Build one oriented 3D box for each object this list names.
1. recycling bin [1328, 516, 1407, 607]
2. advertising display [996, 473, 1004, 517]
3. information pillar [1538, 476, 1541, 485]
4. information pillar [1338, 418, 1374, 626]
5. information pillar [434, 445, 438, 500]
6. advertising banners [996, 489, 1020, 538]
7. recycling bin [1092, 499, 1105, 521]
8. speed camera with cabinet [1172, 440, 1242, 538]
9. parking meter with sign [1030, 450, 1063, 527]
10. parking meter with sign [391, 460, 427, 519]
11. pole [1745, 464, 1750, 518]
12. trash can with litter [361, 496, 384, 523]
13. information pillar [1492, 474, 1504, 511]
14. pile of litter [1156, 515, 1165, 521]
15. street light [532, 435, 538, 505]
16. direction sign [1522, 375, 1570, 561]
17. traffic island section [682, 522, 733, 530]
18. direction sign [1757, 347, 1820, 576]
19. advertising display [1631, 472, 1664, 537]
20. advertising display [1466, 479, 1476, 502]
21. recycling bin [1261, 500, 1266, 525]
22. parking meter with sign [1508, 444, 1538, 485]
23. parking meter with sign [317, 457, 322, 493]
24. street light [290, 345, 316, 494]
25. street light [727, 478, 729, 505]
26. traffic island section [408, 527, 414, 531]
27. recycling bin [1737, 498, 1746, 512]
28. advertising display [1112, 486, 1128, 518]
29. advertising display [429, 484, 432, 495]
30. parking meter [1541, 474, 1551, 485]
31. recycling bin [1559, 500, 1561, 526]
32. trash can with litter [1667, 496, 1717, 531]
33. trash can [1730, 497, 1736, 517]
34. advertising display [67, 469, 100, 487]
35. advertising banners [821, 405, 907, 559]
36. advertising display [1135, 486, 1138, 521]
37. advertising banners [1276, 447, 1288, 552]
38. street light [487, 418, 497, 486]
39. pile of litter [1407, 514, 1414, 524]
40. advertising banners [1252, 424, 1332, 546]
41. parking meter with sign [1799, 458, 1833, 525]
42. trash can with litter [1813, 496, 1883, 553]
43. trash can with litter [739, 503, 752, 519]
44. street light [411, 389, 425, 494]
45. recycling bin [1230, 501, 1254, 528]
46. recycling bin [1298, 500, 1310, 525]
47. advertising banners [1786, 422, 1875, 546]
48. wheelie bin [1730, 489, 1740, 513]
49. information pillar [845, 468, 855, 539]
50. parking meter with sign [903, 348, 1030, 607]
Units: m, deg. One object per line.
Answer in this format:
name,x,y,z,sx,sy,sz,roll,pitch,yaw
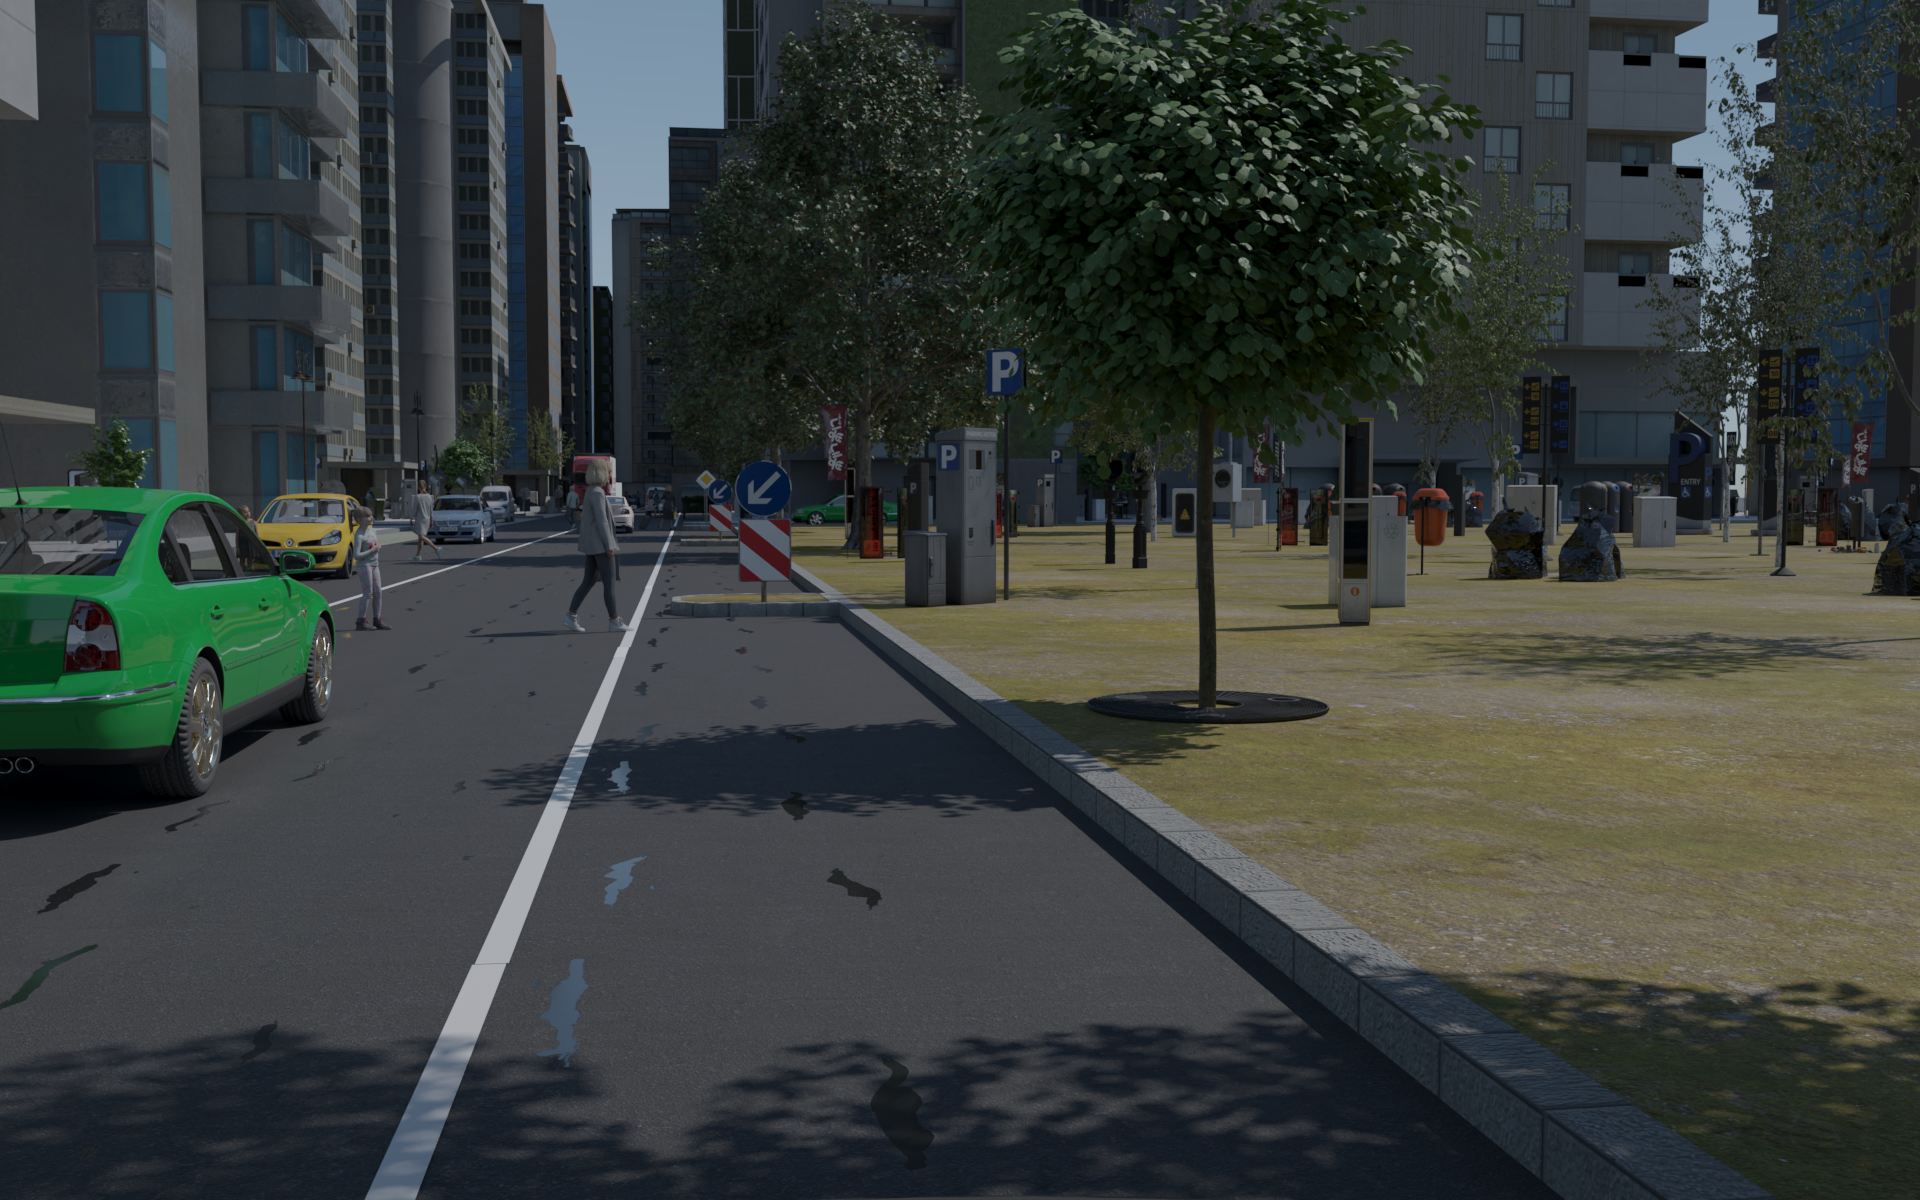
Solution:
recycling bin,4.685,-0.451,19.927,0.722,1.027,0.722,0,4,-4
advertising display,1.099,-2.929,53.109,0.974,1.923,0.123,3,5,43
information pillar,23.685,-4.031,70.396,0.304,2.012,0.304,-1,4,-21
information pillar,3.869,-0.762,16.951,0.304,2.012,0.304,1,4,10
information pillar,-24.803,-5.546,82.033,0.183,3.616,0.504,-2,4,-27
advertising banners,1.086,-3.307,50.250,0.090,3.025,2.074,3,4,39
recycling bin,6.521,-4.350,83.684,0.722,1.027,0.722,3,5,41
speed camera with cabinet,7.295,-3.482,51.272,2.038,3.252,0.660,3,4,37
parking meter with sign,3.269,-4.341,67.239,0.543,3.016,1.738,3,4,37
parking meter with sign,-28.124,-5.630,88.309,1.738,3.016,0.543,-3,5,-40
pole,42.830,-6.134,94.142,0.158,3.312,0.155,0,3,0
trash can with litter,-26.927,-4.119,78.405,1.678,1.210,2.233,-2,4,-29
information pillar,19.454,-3.558,62.668,0.304,2.012,0.304,3,5,40
pile of litter,9.241,-4.211,82.817,1.719,0.858,1.176,-3,5,-41
street light,-33.187,-9.953,135.515,0.468,5.910,1.993,-1,4,-9
direction sign,11.259,-2.529,33.346,0.876,3.537,0.379,2,4,31
traffic island section,-10.285,-2.950,70.517,2.009,0.180,2.903,-1,4,-9
direction sign,12.913,-2.145,27.068,0.876,3.537,0.379,3,4,38
advertising display,20.384,-2.823,51.375,0.123,1.923,0.974,-3,4,-36
advertising display,22.300,-4.347,76.292,0.974,1.923,0.123,-2,4,-26
recycling bin,12.138,-3.580,71.083,0.722,1.027,0.722,1,4,19
parking meter with sign,19.968,-3.952,60.869,1.738,3.016,0.543,-3,5,-39
parking meter with sign,-30.444,-5.158,80.591,0.543,3.016,1.738,1,4,16
street light,-20.352,-4.954,53.781,0.468,5.910,1.993,-1,4,-9
street light,-16.471,-9.169,122.699,0.468,5.910,1.993,-1,4,-9
traffic island section,-20.700,-2.851,68.892,2.009,0.180,2.903,-1,4,-9
recycling bin,55.005,-6.710,122.264,0.722,1.027,0.722,1,4,11
advertising display,8.422,-5.272,91.404,0.974,1.923,0.123,-1,4,-21
advertising display,-35.902,-6.804,116.461,0.974,1.923,0.123,2,4,27
parking meter,17.150,-2.755,50.750,0.255,1.863,0.399,1,4,15
recycling bin,23.553,-3.468,69.262,0.722,1.027,0.722,0,4,-5
trash can with litter,24.990,-2.993,59.990,2.233,1.210,1.678,2,4,34
trash can,43.630,-5.291,98.159,0.748,1.137,0.748,0,3,0
advertising display,-22.753,-2.449,45.251,0.974,1.923,0.123,-2,4,-33
advertising banners,-1.726,-2.331,34.304,2.074,3.025,0.090,-1,4,-16
advertising display,7.068,-3.864,68.386,0.123,1.923,0.974,0,4,-5
advertising banners,7.304,-2.645,39.440,0.090,3.025,2.074,1,4,14
street light,-28.614,-8.142,105.912,0.468,5.910,1.993,-1,4,-9
pile of litter,19.434,-3.641,73.501,1.176,0.858,1.719,-3,5,-44
advertising banners,8.221,-2.873,43.154,2.074,3.025,0.090,1,4,20
parking meter with sign,35.611,-4.675,72.690,1.738,3.016,0.543,3,4,36
trash can with litter,19.944,-1.674,38.423,1.678,1.210,2.233,1,4,16
trash can with litter,-10.415,-4.488,84.760,0.624,1.170,1.055,-2,4,-27
street light,-23.942,-6.348,76.580,0.468,5.910,1.993,-1,4,-9
recycling bin,10.616,-3.221,65.218,0.722,1.027,0.722,0,4,-7
recycling bin,14.194,-3.633,71.961,0.722,1.027,0.722,-1,4,-19
advertising banners,21.309,-2.837,42.568,2.074,3.025,0.090,3,5,41
wheelie bin,51.213,-6.548,114.963,0.980,1.594,0.693,0,4,1
information pillar,-3.118,-2.731,49.141,0.304,2.012,0.304,0,4,-5
parking meter with sign,0.049,-1.465,20.221,0.543,3.016,1.738,3,4,38
